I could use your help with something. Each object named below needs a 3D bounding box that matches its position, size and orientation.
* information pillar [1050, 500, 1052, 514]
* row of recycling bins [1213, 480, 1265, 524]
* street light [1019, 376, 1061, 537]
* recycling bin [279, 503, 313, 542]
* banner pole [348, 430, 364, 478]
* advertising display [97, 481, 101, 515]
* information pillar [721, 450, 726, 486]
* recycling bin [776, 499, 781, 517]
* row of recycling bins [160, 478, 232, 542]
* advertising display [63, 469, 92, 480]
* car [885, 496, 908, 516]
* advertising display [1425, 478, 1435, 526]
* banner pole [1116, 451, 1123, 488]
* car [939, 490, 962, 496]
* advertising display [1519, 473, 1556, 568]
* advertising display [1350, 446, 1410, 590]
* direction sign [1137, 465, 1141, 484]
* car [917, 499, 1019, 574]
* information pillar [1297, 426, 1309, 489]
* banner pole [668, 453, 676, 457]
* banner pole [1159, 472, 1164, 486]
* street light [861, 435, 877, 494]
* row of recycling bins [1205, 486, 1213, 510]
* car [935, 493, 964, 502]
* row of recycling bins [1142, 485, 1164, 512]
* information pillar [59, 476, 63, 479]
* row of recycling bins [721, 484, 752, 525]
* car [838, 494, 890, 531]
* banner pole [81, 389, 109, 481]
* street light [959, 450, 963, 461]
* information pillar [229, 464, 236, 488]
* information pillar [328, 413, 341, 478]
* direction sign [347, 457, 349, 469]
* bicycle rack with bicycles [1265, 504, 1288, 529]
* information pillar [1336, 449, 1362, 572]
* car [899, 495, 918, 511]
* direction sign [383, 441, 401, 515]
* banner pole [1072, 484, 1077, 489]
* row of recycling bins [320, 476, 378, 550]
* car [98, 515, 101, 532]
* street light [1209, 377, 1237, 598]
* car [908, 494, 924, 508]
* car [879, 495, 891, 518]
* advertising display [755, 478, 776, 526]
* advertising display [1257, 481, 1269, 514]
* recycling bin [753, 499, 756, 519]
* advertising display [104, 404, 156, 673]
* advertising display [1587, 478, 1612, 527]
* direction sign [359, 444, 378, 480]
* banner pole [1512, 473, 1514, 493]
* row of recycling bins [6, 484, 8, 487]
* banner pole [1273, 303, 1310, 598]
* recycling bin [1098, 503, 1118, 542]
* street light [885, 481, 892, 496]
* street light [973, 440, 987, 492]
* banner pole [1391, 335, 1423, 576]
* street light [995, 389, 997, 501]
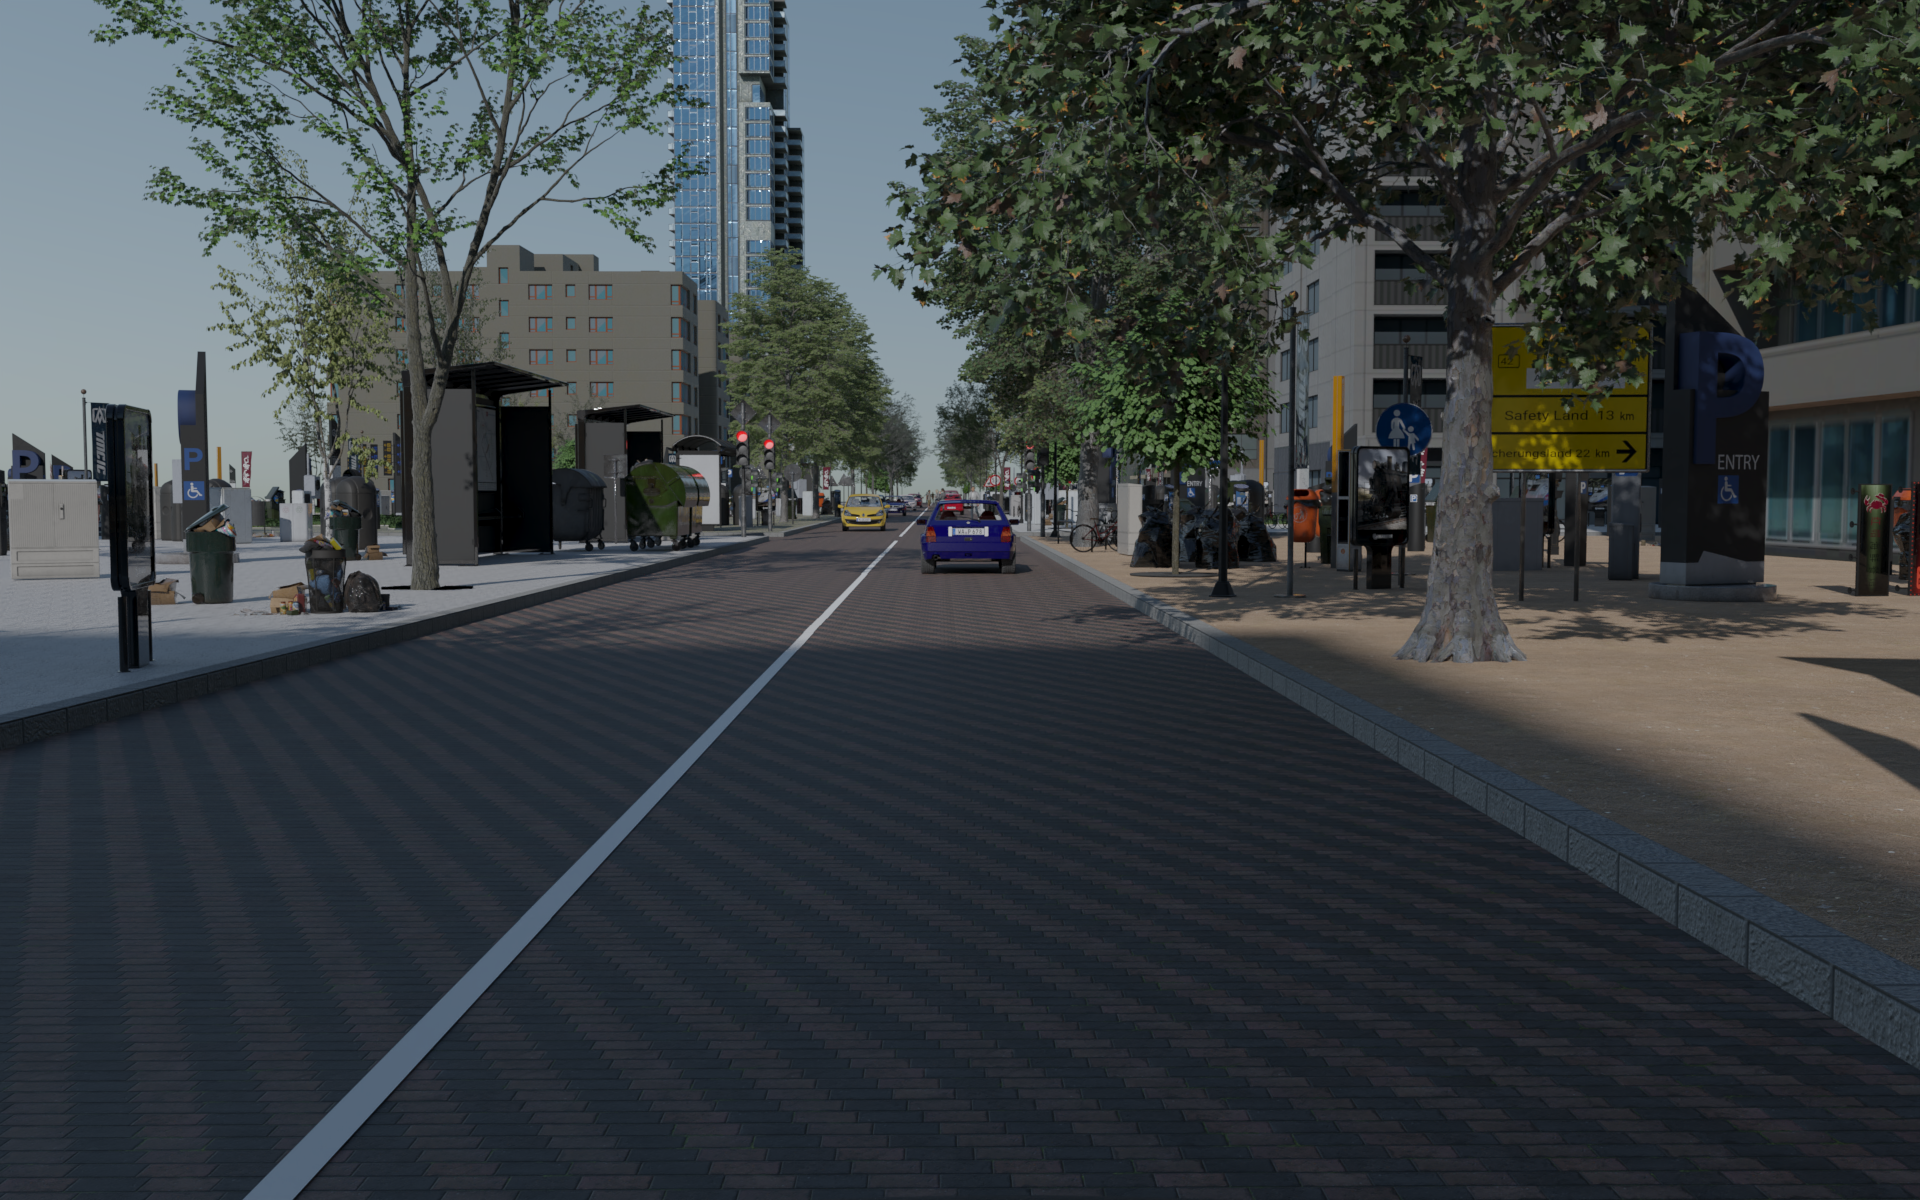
[{"bbox_3d":[5.637,-6.147,104.996,0.304,2.012,0.304,2,4,26],"label":"information pillar"},{"bbox_3d":[8.264,-2.661,50.627,1.069,1.692,3.534,0,4,0],"label":"row of recycling bins"},{"bbox_3d":[2.300,-4.830,51.504,1.470,5.913,1.316,0,4,-1],"label":"street light"},{"bbox_3d":[-17.928,-2.093,46.779,0.722,1.027,0.722,-1,4,-10],"label":"recycling bin"},{"bbox_3d":[-23.583,-4.759,67.822,0.401,3.779,0.863,3,4,37],"label":"banner pole"},{"bbox_3d":[-39.047,-4.441,77.825,0.123,1.923,0.974,2,4,27],"label":"advertising display"},{"bbox_3d":[-11.829,-5.777,85.814,0.504,3.616,0.183,0,4,2],"label":"information pillar"},{"bbox_3d":[-10.001,-5.245,98.303,0.722,1.027,0.722,-2,4,-24],"label":"recycling bin"},{"bbox_3d":[-20.643,-2.425,46.765,1.069,1.692,3.534,-3,5,-44],"label":"row of recycling bins"},{"bbox_3d":[-23.016,-2.447,45.223,0.123,1.923,0.974,1,4,11],"label":"advertising display"},{"bbox_3d":[-4.371,-6.181,113.643,1.945,1.354,3.894,0,4,-1],"label":"car"},{"bbox_3d":[18.488,-3.871,68.506,0.123,1.923,0.974,-1,4,-14],"label":"advertising display"},{"bbox_3d":[8.212,-6.086,89.518,0.863,3.779,0.401,-3,5,-43],"label":"banner pole"},{"bbox_3d":[-0.932,-9.804,168.974,2.281,1.827,5.304,0,4,0],"label":"car"},{"bbox_3d":[10.092,-1.536,30.328,0.123,1.923,0.974,-1,4,-14],"label":"advertising display"},{"bbox_3d":[5.664,-1.110,23.368,0.974,1.923,0.123,-2,4,-30],"label":"advertising display"},{"bbox_3d":[13.828,-8.671,133.763,0.379,3.537,0.876,1,4,21],"label":"direction sign"},{"bbox_3d":[0.148,-1.212,32.395,1.945,1.354,3.894,0,3,0],"label":"car"},{"bbox_3d":[9.899,-3.589,50.043,0.504,3.616,0.183,-3,5,-43],"label":"information pillar"},{"bbox_3d":[-15.387,-6.339,93.665,0.863,3.779,0.401,-2,4,-32],"label":"banner pole"},{"bbox_3d":[11.830,-6.846,101.941,0.401,3.779,0.863,2,4,30],"label":"banner pole"},{"bbox_3d":[-7.225,-10.009,136.186,1.470,5.913,1.316,0,4,-1],"label":"street light"},{"bbox_3d":[15.551,-5.853,102.805,3.534,1.692,1.069,2,4,24],"label":"row of recycling bins"},{"bbox_3d":[-0.625,-6.694,118.494,2.155,1.783,4.494,0,4,-1],"label":"car"},{"bbox_3d":[9.636,-4.488,80.495,3.534,1.692,1.069,-3,5,-40],"label":"row of recycling bins"},{"bbox_3d":[-35.635,-3.942,68.942,0.304,2.012,0.304,-3,5,-44],"label":"information pillar"},{"bbox_3d":[-10.267,-3.914,71.113,3.534,1.692,1.069,0,4,2],"label":"row of recycling bins"},{"bbox_3d":[-3.748,-3.522,67.813,2.015,1.641,3.980,0,4,-2],"label":"car"},{"bbox_3d":[-20.757,-3.153,41.571,0.401,3.779,0.863,2,4,32],"label":"banner pole"},{"bbox_3d":[0.901,-12.750,181.000,1.470,5.913,1.316,0,4,-1],"label":"street light"},{"bbox_3d":[-56.439,-8.748,134.384,0.504,3.616,0.183,0,4,5],"label":"information pillar"},{"bbox_3d":[-18.162,-3.608,50.345,0.183,3.616,0.504,1,4,10],"label":"information pillar"},{"bbox_3d":[-37.105,-6.976,106.058,0.876,3.537,0.379,1,4,15],"label":"direction sign"},{"bbox_3d":[12.400,-3.068,63.548,2.852,0.926,2.925,-1,4,-17],"label":"bicycle rack with bicycles"},{"bbox_3d":[6.448,-1.478,28.654,0.304,2.012,0.304,-2,4,-33],"label":"information pillar"},{"bbox_3d":[-4.725,-8.471,150.866,2.083,1.381,4.827,0,4,-1],"label":"car"},{"bbox_3d":[-23.988,-4.983,73.464,0.876,3.537,0.379,-2,4,-31],"label":"direction sign"},{"bbox_3d":[7.077,-7.238,108.354,0.863,3.779,0.401,-3,5,-44],"label":"banner pole"},{"bbox_3d":[-14.573,-2.079,41.103,1.069,1.692,3.534,-2,4,-27],"label":"row of recycling bins"},{"bbox_3d":[-29.851,-2.657,56.018,3.894,1.354,1.945,0,3,0],"label":"car"},{"bbox_3d":[2.740,-2.992,21.456,1.470,5.913,1.316,0,4,-1],"label":"street light"},{"bbox_3d":[-4.858,-10.604,182.413,2.155,1.783,4.494,0,4,0],"label":"car"},{"bbox_3d":[-5.154,-5.598,103.531,2.014,1.417,4.499,0,4,-2],"label":"car"},{"bbox_3d":[-7.932,-4.004,70.671,0.974,1.923,0.123,-3,5,-45],"label":"advertising display"},{"bbox_3d":[15.207,-5.067,88.061,0.974,1.923,0.123,0,4,-1],"label":"advertising display"},{"bbox_3d":[-10.773,-4.637,88.367,0.722,1.027,0.722,0,4,-4],"label":"recycling bin"},{"bbox_3d":[-6.128,-0.466,12.832,0.123,1.923,0.974,-1,4,-14],"label":"advertising display"},{"bbox_3d":[25.307,-3.869,68.472,0.974,1.923,0.123,3,4,36],"label":"advertising display"},{"bbox_3d":[-26.793,-5.293,78.544,0.876,3.537,0.379,-3,5,-45],"label":"direction sign"},{"bbox_3d":[22.529,-4.926,70.563,0.401,3.779,0.863,1,4,20],"label":"banner pole"},{"bbox_3d":[-53.453,-5.563,98.062,1.069,1.692,3.534,2,4,34],"label":"row of recycling bins"},{"bbox_3d":[4.129,-1.906,21.187,0.401,3.779,0.863,0,4,-7],"label":"banner pole"},{"bbox_3d":[3.869,-2.076,46.499,0.722,1.027,0.722,0,4,8],"label":"recycling bin"},{"bbox_3d":[-7.563,-11.865,166.531,1.470,5.913,1.316,0,4,-1],"label":"street light"},{"bbox_3d":[1.648,-8.107,105.086,1.470,5.913,1.316,0,4,-1],"label":"street light"},{"bbox_3d":[7.151,-2.291,27.478,0.401,3.779,0.863,3,4,38],"label":"banner pole"},{"bbox_3d":[2.155,-6.299,75.531,1.470,5.913,1.316,0,4,-1],"label":"street light"}]
